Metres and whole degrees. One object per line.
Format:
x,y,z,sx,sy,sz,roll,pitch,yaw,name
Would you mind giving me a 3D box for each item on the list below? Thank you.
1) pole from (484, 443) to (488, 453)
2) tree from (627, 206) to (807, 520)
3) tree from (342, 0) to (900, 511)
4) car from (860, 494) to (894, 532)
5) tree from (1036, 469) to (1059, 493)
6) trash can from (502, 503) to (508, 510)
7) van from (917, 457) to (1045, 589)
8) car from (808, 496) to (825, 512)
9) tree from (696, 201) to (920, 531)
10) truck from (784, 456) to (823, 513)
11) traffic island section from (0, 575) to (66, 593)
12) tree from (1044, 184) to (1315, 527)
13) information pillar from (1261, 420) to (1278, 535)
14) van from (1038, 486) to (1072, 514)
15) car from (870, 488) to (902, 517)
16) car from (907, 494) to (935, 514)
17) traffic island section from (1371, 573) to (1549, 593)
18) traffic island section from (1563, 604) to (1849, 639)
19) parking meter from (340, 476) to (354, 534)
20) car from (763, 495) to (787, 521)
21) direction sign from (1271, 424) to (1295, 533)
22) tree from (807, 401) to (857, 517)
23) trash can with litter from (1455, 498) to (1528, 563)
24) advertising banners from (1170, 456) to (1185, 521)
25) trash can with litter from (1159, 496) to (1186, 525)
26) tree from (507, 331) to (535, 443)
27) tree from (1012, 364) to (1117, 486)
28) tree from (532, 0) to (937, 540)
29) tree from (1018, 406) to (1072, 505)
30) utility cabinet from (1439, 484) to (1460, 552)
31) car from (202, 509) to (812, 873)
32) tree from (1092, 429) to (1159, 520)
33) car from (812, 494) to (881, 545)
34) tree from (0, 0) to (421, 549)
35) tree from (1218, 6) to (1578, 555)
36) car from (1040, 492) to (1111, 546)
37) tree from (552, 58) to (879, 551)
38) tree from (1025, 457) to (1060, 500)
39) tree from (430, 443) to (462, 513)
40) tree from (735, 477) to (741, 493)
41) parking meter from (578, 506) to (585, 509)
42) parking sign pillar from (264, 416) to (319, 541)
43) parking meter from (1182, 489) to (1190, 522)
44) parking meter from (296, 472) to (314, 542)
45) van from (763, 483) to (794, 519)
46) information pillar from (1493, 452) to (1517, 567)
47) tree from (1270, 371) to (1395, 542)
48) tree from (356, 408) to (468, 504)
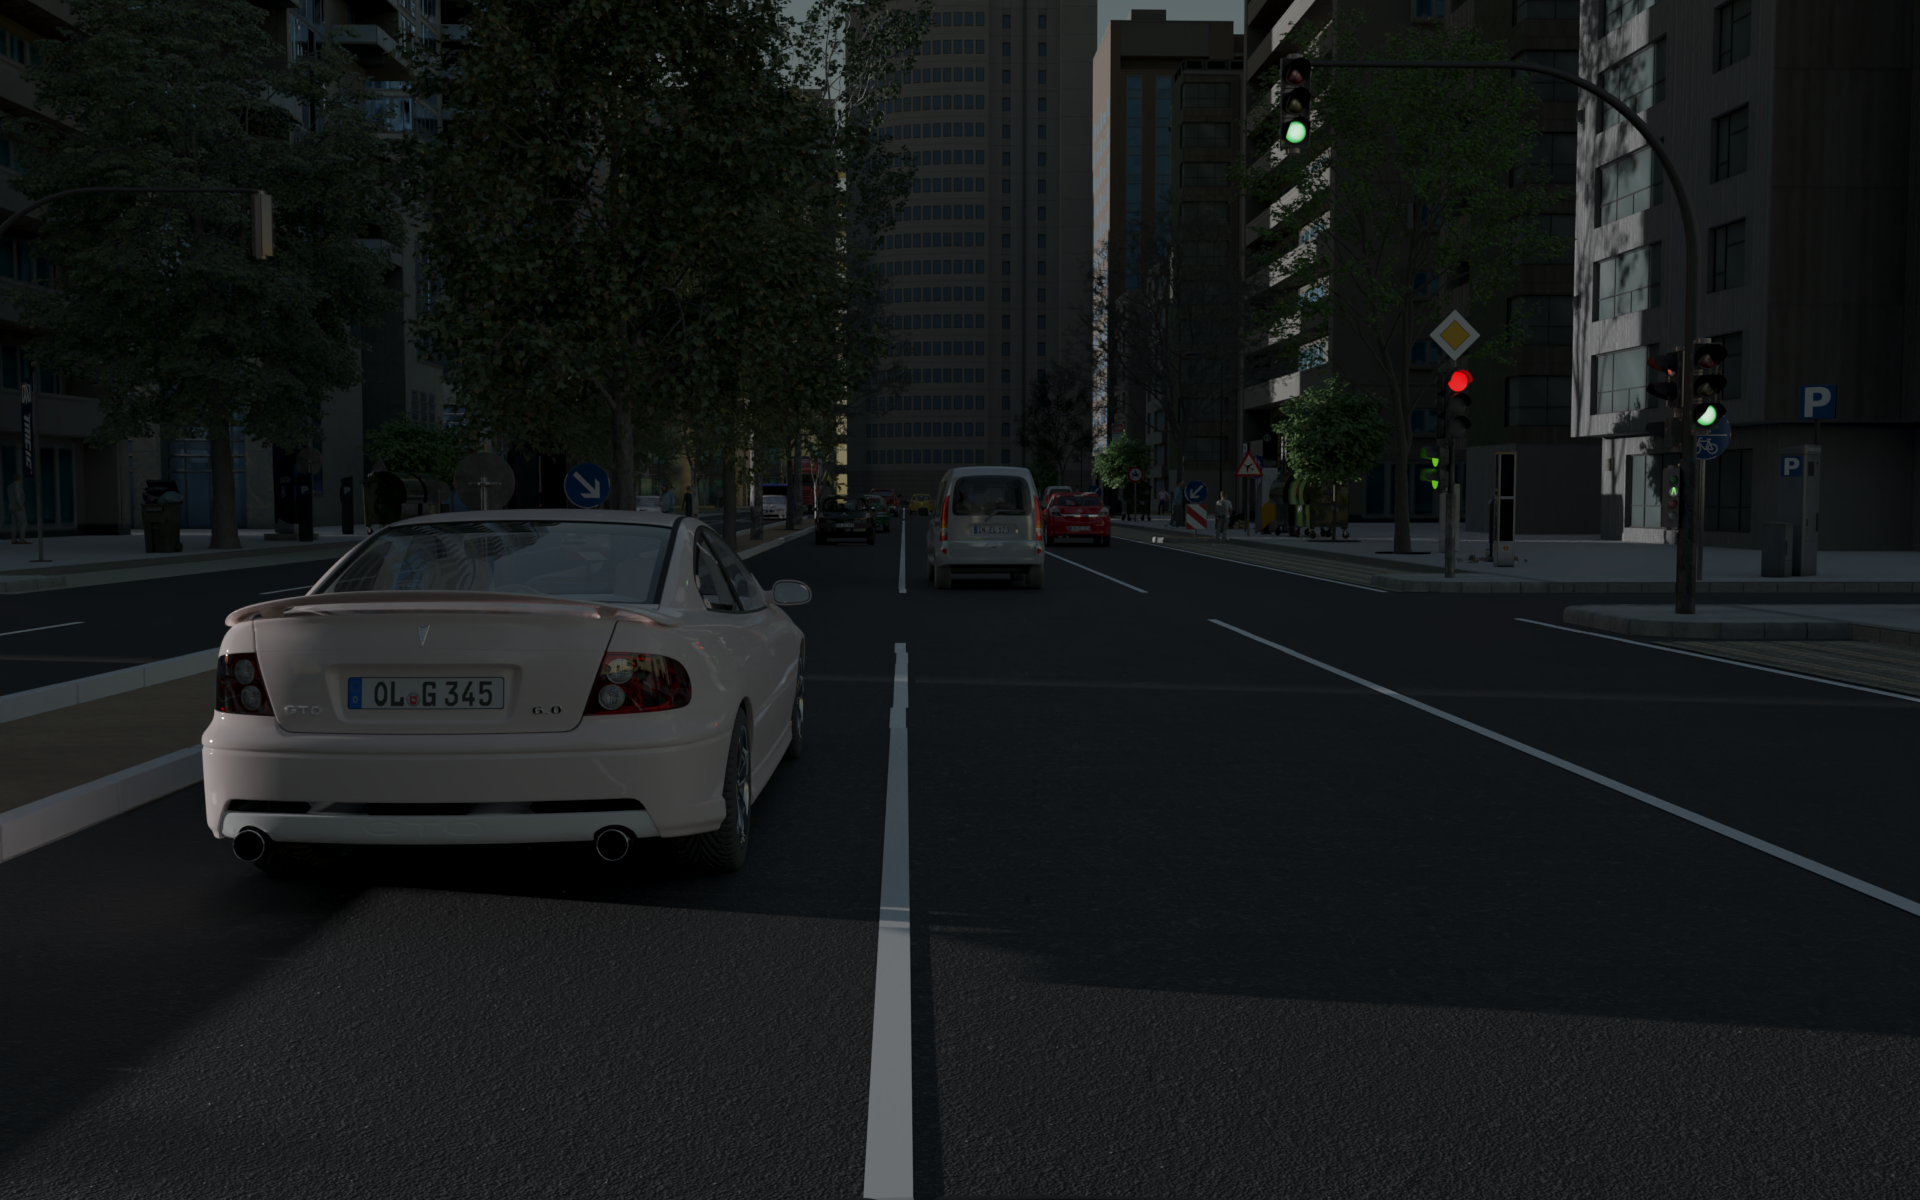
-18.943,-4.610,69.219,0.158,3.312,0.155,0,3,0,pole
-5.725,-5.171,37.361,4.737,8.622,4.395,0,3,0,tree
-5.879,-6.759,29.967,9.611,12.733,9.660,0,3,0,tree
-3.591,-3.327,66.188,2.131,1.459,4.920,0,4,-2,car
6.496,-8.426,132.374,1.663,3.219,1.824,0,3,0,tree
-20.506,-4.102,78.723,0.748,1.137,0.748,0,3,0,trash can
0.349,-1.253,27.502,2.013,2.044,4.112,0,4,-4,van
-11.556,-8.170,142.374,1.959,1.807,4.718,0,4,-2,car
-6.649,-9.459,67.479,12.009,13.543,11.850,0,3,0,tree
-11.619,-8.616,129.790,2.839,4.237,11.283,0,4,-4,truck
-14.799,-0.219,25.860,2.009,0.180,2.903,0,4,-2,traffic island section
8.695,-9.657,68.263,12.009,13.543,11.850,0,3,0,tree
9.805,-3.885,54.873,0.504,3.616,0.183,1,4,14,information pillar
5.177,-5.218,92.320,2.013,2.044,4.112,0,4,-1,van
-4.885,-6.225,110.459,2.281,1.827,5.304,0,4,0,car
-2.767,-6.966,124.114,2.015,1.641,3.980,0,4,-1,car
7.531,-0.262,26.570,2.009,0.180,2.903,0,4,-2,traffic island section
7.788,0.226,18.589,2.009,0.180,2.903,0,4,-2,traffic island section
-19.496,-3.018,55.054,0.399,1.863,0.255,-1,4,-21,parking meter
-10.020,-4.912,92.675,2.083,1.381,4.827,0,4,-1,car
10.542,-3.940,56.417,0.876,3.537,0.379,2,4,31,direction sign
-7.353,-8.314,88.761,4.737,8.622,4.395,0,3,0,tree
9.989,-1.346,33.066,1.678,1.210,2.233,3,5,39,trash can with litter
10.053,-5.120,79.894,0.090,3.025,2.074,2,4,24,advertising banners
9.157,-3.705,71.641,1.678,1.210,2.233,0,4,0,trash can with litter
-20.057,-10.241,85.563,7.486,12.596,7.792,0,3,0,tree
7.351,-11.425,121.206,8.767,10.594,7.601,1,4,17,tree
-7.538,-11.958,53.863,12.611,20.169,13.585,0,3,0,tree
6.650,-11.516,138.645,4.360,8.622,3.978,0,3,0,tree
10.777,-1.804,38.177,0.318,1.500,1.173,1,4,23,utility cabinet
-1.760,0.271,7.939,2.083,1.381,4.827,0,4,-1,car
8.403,-6.355,87.613,4.285,4.588,4.351,0,3,0,tree
-3.312,-2.486,50.425,2.009,1.686,4.222,0,4,-2,car
-17.244,-8.166,40.171,9.857,13.997,8.962,0,3,0,tree
9.413,-6.795,36.846,9.928,11.665,9.643,0,3,0,tree
3.217,-2.434,48.844,2.155,1.783,4.494,0,4,0,car
-5.953,-7.537,43.812,7.486,12.596,7.792,0,3,0,tree
6.915,-9.898,145.550,4.285,4.588,4.351,0,3,0,tree
-18.612,-4.226,63.703,1.663,3.219,1.824,0,3,0,tree
-22.190,-10.574,167.481,1.663,3.219,1.824,0,3,0,tree
-18.708,-4.726,85.678,0.372,1.533,0.369,0,3,0,parking meter
-18.661,-3.655,48.238,1.447,3.967,1.447,-3,5,-44,parking sign pillar
9.952,-4.153,76.308,0.372,1.533,0.369,0,3,0,parking meter
-17.619,-2.499,46.567,0.399,1.863,0.255,-1,4,-16,parking meter
-10.432,-5.741,98.241,2.240,2.365,5.245,0,4,-2,van
9.560,-1.584,30.391,0.304,2.012,0.304,0,4,5,information pillar
9.984,-3.839,46.476,4.285,4.588,4.351,0,3,0,tree
-21.375,-5.067,66.552,4.285,4.588,4.351,0,3,0,tree
